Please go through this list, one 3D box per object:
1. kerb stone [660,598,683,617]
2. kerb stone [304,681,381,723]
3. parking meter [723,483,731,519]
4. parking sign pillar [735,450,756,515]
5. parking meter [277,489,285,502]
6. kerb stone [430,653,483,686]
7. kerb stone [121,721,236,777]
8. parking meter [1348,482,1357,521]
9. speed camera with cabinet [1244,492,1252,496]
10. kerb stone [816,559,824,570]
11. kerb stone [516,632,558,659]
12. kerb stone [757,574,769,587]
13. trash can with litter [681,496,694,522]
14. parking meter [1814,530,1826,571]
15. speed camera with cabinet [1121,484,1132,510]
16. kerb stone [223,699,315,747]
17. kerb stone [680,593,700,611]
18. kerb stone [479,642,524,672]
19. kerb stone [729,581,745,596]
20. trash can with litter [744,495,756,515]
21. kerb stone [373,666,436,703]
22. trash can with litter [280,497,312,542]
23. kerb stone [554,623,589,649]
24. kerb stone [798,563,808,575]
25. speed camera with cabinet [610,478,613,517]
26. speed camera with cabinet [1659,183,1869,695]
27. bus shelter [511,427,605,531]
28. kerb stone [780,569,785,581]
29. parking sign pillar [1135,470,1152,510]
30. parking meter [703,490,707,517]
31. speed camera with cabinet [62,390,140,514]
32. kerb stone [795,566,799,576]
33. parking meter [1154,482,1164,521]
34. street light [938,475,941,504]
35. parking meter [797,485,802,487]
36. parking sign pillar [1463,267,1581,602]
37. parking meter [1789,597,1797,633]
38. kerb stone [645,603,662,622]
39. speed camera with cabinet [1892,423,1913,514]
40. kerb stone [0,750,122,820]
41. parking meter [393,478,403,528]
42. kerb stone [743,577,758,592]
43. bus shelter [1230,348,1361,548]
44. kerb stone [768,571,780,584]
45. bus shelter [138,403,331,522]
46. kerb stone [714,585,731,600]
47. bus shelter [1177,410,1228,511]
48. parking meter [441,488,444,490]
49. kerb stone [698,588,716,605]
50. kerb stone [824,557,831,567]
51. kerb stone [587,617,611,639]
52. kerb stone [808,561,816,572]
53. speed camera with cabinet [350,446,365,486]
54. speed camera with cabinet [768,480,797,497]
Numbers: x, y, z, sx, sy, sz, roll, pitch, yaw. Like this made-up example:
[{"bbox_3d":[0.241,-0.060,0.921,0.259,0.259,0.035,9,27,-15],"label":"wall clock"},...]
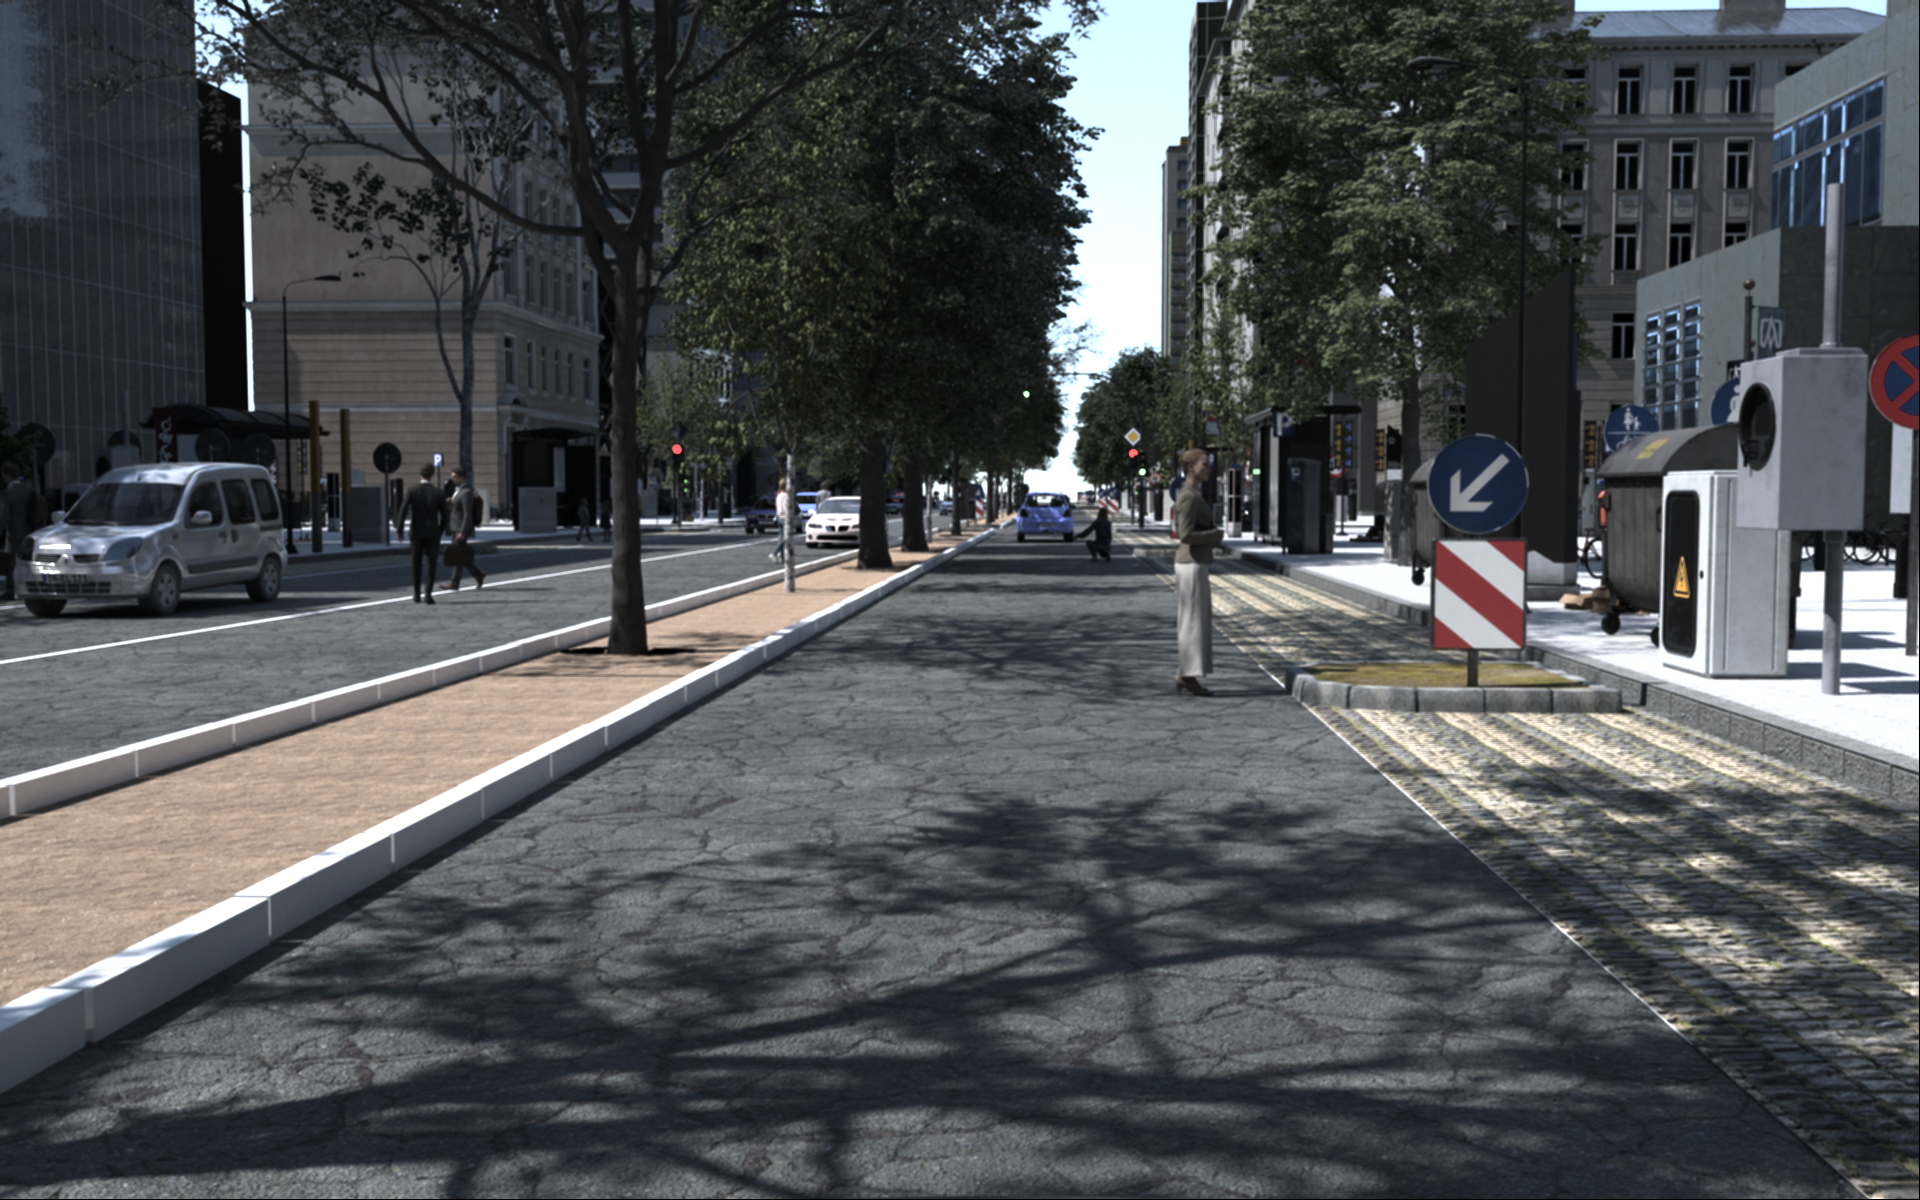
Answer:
[{"bbox_3d":[-3.475,0.107,20.446,0.120,0.150,1.000,0,4,3],"label":"kerb stone"},{"bbox_3d":[-4.032,0.670,11.241,0.120,0.150,1.000,0,4,3],"label":"kerb stone"},{"bbox_3d":[-12.232,-5.213,90.940,0.399,1.863,0.255,-3,5,-40],"label":"parking meter"},{"bbox_3d":[-13.139,-7.220,106.512,1.447,3.967,1.447,3,5,41],"label":"parking sign pillar"},{"bbox_3d":[-32.174,-4.507,82.096,0.372,1.533,0.369,0,3,0],"label":"parking meter"},{"bbox_3d":[-3.908,0.551,13.284,0.120,0.150,1.000,0,4,3],"label":"kerb stone"},{"bbox_3d":[-4.159,0.795,9.198,0.120,0.150,1.000,0,4,3],"label":"kerb stone"},{"bbox_3d":[18.790,-4.719,82.861,0.399,1.863,0.255,-3,5,-40],"label":"parking meter"},{"bbox_3d":[22.213,-8.328,130.495,2.038,3.252,0.660,1,4,9],"label":"speed camera with cabinet"},{"bbox_3d":[-2.745,-0.641,32.730,0.120,0.150,1.000,0,4,3],"label":"kerb stone"},{"bbox_3d":[-3.785,0.420,15.326,0.120,0.150,1.000,0,4,3],"label":"kerb stone"},{"bbox_3d":[-3.117,-0.269,26.588,0.120,0.150,1.000,0,4,3],"label":"kerb stone"},{"bbox_3d":[-12.632,-4.240,80.715,0.624,1.170,1.055,-2,4,-27],"label":"trash can with litter"},{"bbox_3d":[14.501,-1.420,28.926,0.399,1.863,0.255,0,4,1],"label":"parking meter"},{"bbox_3d":[13.684,-8.997,141.441,0.660,3.252,2.038,1,4,18],"label":"speed camera with cabinet"},{"bbox_3d":[-4.096,0.735,10.218,0.120,0.150,1.000,0,4,3],"label":"kerb stone"},{"bbox_3d":[-3.417,0.044,21.470,0.120,0.150,1.000,0,4,3],"label":"kerb stone"},{"bbox_3d":[-3.842,0.489,14.306,0.120,0.150,1.000,0,4,3],"label":"kerb stone"},{"bbox_3d":[-3.235,-0.140,24.539,0.120,0.150,1.000,0,4,3],"label":"kerb stone"},{"bbox_3d":[-12.299,-5.655,103.510,1.678,1.210,2.233,-3,4,-38],"label":"trash can with litter"},{"bbox_3d":[-3.968,0.610,12.261,0.120,0.150,1.000,0,4,3],"label":"kerb stone"},{"bbox_3d":[-18.301,-2.156,46.307,2.233,1.210,1.678,-1,4,-18],"label":"trash can with litter"},{"bbox_3d":[-3.719,0.358,16.346,0.120,0.150,1.000,0,4,3],"label":"kerb stone"},{"bbox_3d":[-2.867,-0.519,30.689,0.120,0.150,1.000,0,4,3],"label":"kerb stone"},{"bbox_3d":[-18.343,-6.013,92.655,0.660,3.252,2.038,0,4,-5],"label":"speed camera with cabinet"},{"bbox_3d":[5.439,-1.070,11.837,0.660,3.252,2.038,0,4,3],"label":"speed camera with cabinet"},{"bbox_3d":[-14.644,-4.414,63.458,1.731,3.624,6.357,0,4,4],"label":"bus shelter"},{"bbox_3d":[-2.993,-0.394,28.636,0.120,0.150,1.000,0,4,3],"label":"kerb stone"},{"bbox_3d":[14.749,-9.190,138.726,1.447,3.967,1.447,-3,4,-37],"label":"parking sign pillar"},{"bbox_3d":[-14.487,-5.481,98.022,0.372,1.533,0.369,0,3,0],"label":"parking meter"},{"bbox_3d":[-16.539,-2.384,33.318,2.038,3.252,0.660,3,4,38],"label":"speed camera with cabinet"},{"bbox_3d":[-2.932,-0.455,29.669,0.120,0.150,1.000,0,4,3],"label":"kerb stone"},{"bbox_3d":[9.512,-4.714,82.792,0.255,1.863,0.399,-3,5,-41],"label":"parking meter"},{"bbox_3d":[-2.205,-15.962,233.523,1.470,5.913,1.316,0,4,3],"label":"street light"},{"bbox_3d":[-10.651,-6.644,114.342,0.255,1.863,0.399,2,4,30],"label":"parking meter"},{"bbox_3d":[6.883,-2.004,21.230,1.447,3.967,1.447,3,5,41],"label":"parking sign pillar"},{"bbox_3d":[7.382,-0.445,15.684,0.372,1.533,0.369,0,3,0],"label":"parking meter"},{"bbox_3d":[-3.551,0.169,19.426,0.120,0.150,1.000,0,4,3],"label":"kerb stone"},{"bbox_3d":[12.017,-1.586,20.271,2.038,3.252,0.660,0,4,-6],"label":"speed camera with cabinet"},{"bbox_3d":[-4.214,0.858,8.170,0.120,0.150,1.000,0,4,3],"label":"kerb stone"},{"bbox_3d":[-21.104,-3.629,65.052,0.255,1.863,0.399,-3,5,-41],"label":"parking meter"},{"bbox_3d":[-3.170,-0.204,25.560,0.120,0.150,1.000,0,4,3],"label":"kerb stone"},{"bbox_3d":[8.667,-4.132,45.184,2.179,5.291,8.768,0,4,3],"label":"bus shelter"},{"bbox_3d":[-3.057,-0.331,27.615,0.120,0.150,1.000,0,4,3],"label":"kerb stone"},{"bbox_3d":[-17.163,-2.904,41.403,2.014,3.302,5.546,0,4,3],"label":"bus shelter"},{"bbox_3d":[-3.299,-0.081,23.515,0.120,0.150,1.000,0,4,3],"label":"kerb stone"},{"bbox_3d":[11.317,-6.320,80.961,2.179,5.291,8.768,0,4,3],"label":"bus shelter"},{"bbox_3d":[-19.362,-3.476,65.237,0.372,1.533,0.369,0,3,0],"label":"parking meter"},{"bbox_3d":[-3.361,-0.018,22.495,0.120,0.150,1.000,0,4,3],"label":"kerb stone"},{"bbox_3d":[-2.687,-0.707,33.761,0.120,0.150,1.000,0,4,3],"label":"kerb stone"},{"bbox_3d":[-3.663,0.295,17.377,0.120,0.150,1.000,0,4,3],"label":"kerb stone"},{"bbox_3d":[-2.813,-0.582,31.710,0.120,0.150,1.000,0,4,3],"label":"kerb stone"},{"bbox_3d":[-21.985,-4.225,63.419,0.660,3.252,2.038,-2,4,-32],"label":"speed camera with cabinet"},{"bbox_3d":[-11.148,-6.999,108.768,0.660,3.252,2.038,3,4,39],"label":"speed camera with cabinet"}]
